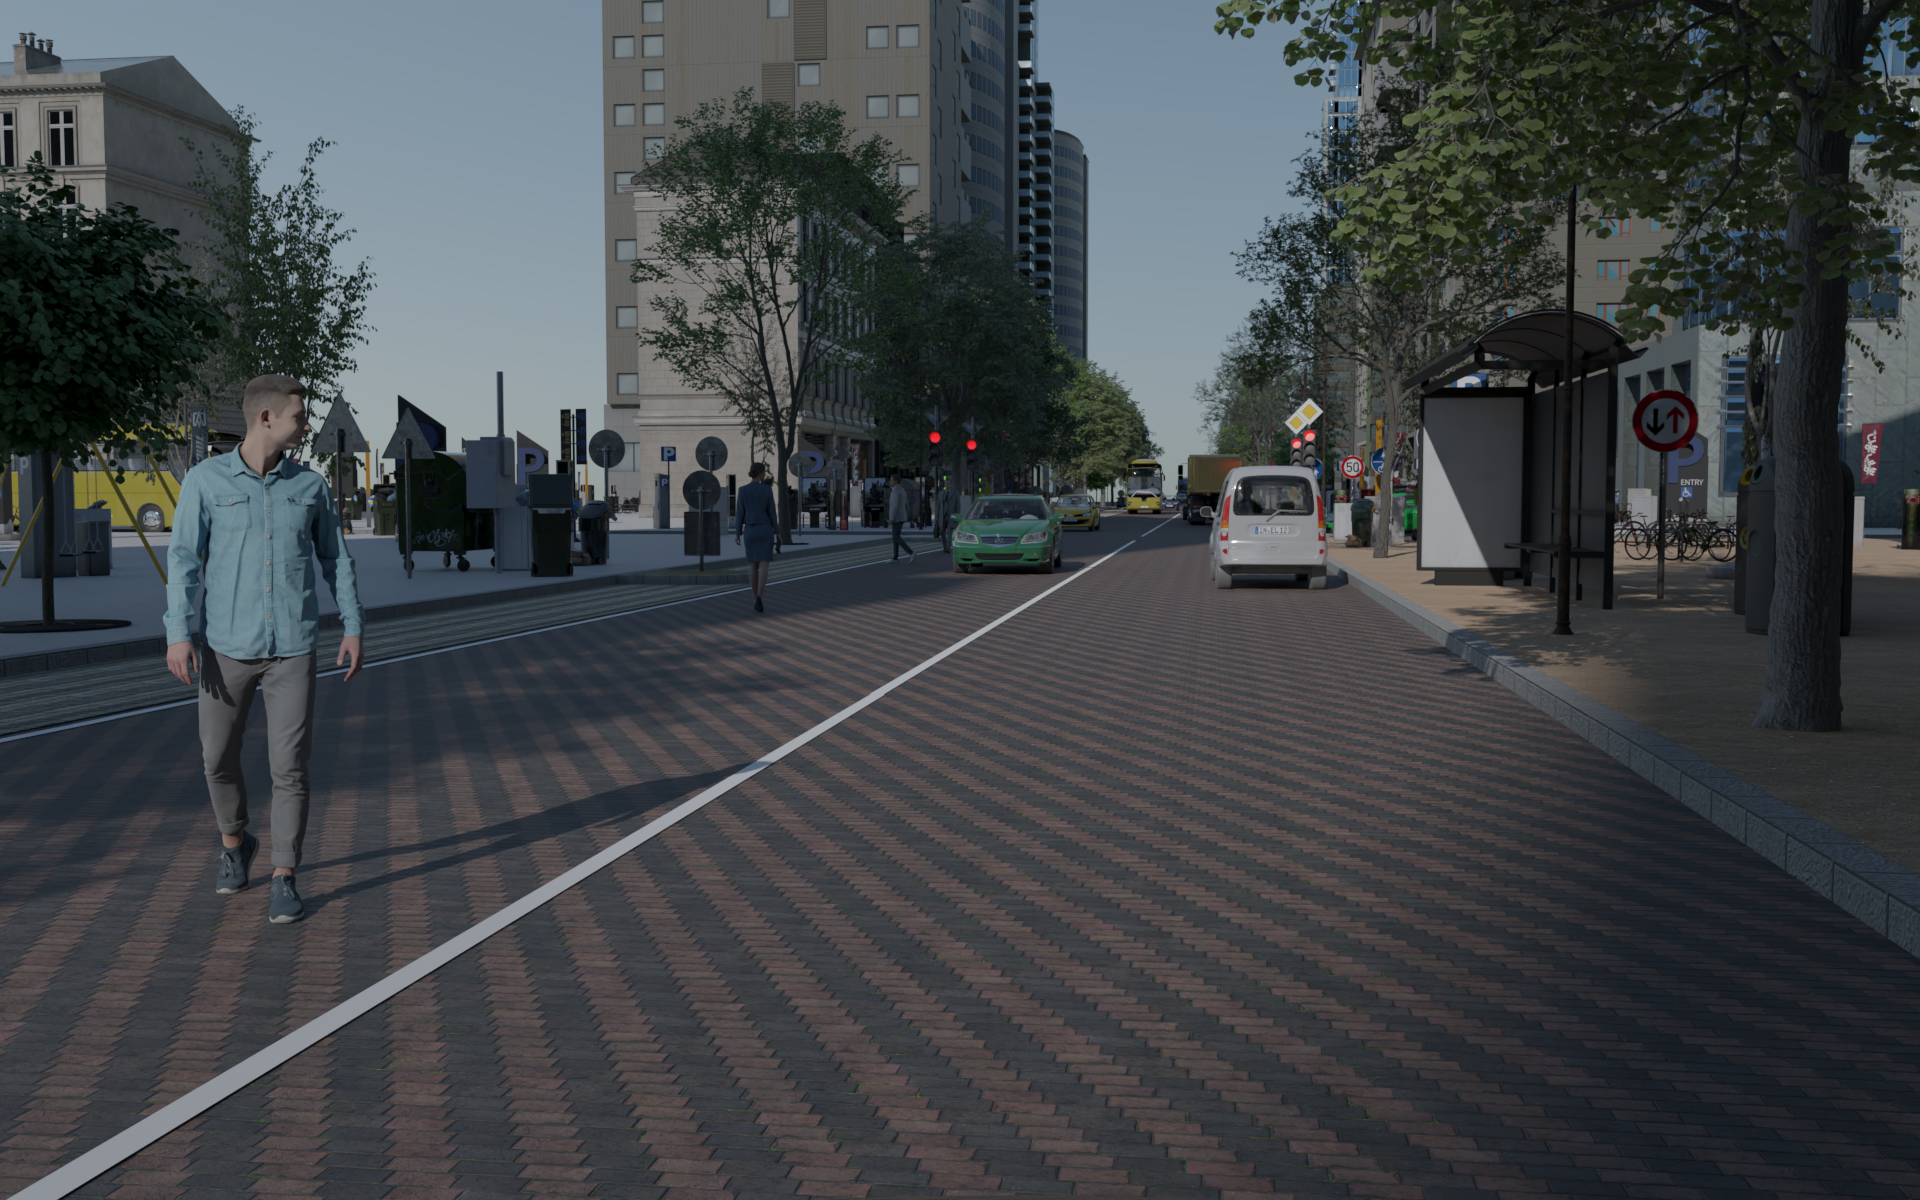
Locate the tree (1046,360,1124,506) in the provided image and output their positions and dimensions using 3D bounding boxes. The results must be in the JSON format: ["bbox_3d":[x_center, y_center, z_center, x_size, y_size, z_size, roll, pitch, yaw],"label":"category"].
[{"bbox_3d":[11.024,-13.963,146.420,7.486,12.596,7.792,0,3,0],"label":"tree"}]

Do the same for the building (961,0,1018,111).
[{"bbox_3d":[-6.085,-38.928,178.467,21.231,58.520,28.212,1,4,8],"label":"building"}]

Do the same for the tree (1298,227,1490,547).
[{"bbox_3d":[10.665,-5.595,41.835,4.360,8.622,3.978,0,3,0],"label":"tree"}]

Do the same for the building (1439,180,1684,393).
[{"bbox_3d":[47.817,-16.508,114.947,27.650,21.520,28.899,1,4,8],"label":"building"}]

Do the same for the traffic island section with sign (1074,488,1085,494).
[{"bbox_3d":[7.582,-6.162,109.370,1.989,1.847,2.006,1,4,8],"label":"traffic island section with sign"}]

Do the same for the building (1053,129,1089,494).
[{"bbox_3d":[8.896,-44.890,275.951,21.231,58.520,28.212,1,4,8],"label":"building"}]

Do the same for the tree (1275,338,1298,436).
[{"bbox_3d":[14.663,-7.368,70.830,4.360,8.622,3.978,0,3,0],"label":"tree"}]

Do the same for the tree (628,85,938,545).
[{"bbox_3d":[-4.418,-7.209,43.616,9.928,11.665,9.643,0,3,0],"label":"tree"}]

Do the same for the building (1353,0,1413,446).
[{"bbox_3d":[56.115,-36.093,179.361,28.713,52.752,27.495,1,4,8],"label":"building"}]

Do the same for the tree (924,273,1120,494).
[{"bbox_3d":[2.106,-10.534,89.239,9.611,12.733,9.660,0,3,0],"label":"tree"}]

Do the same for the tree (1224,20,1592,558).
[{"bbox_3d":[8.719,-6.106,34.240,7.601,10.594,8.767,2,4,32],"label":"tree"}]

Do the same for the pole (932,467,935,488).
[{"bbox_3d":[-1.958,-8.285,129.300,0.158,3.312,0.155,0,3,0],"label":"pole"}]

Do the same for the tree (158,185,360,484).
[{"bbox_3d":[-16.119,-5.555,41.191,4.360,8.622,3.978,0,3,0],"label":"tree"}]

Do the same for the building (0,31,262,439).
[{"bbox_3d":[-54.321,-16.287,85.379,34.723,24.649,14.460,1,4,8],"label":"building"}]

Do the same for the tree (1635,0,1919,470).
[{"bbox_3d":[10.996,-4.443,23.005,4.360,8.622,3.978,0,3,0],"label":"tree"}]

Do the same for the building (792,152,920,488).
[{"bbox_3d":[-10.204,-17.822,121.072,12.332,23.373,15.834,1,4,8],"label":"building"}]

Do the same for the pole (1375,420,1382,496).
[{"bbox_3d":[11.527,-3.295,47.715,0.158,3.312,0.155,0,3,0],"label":"pole"}]

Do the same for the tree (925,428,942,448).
[{"bbox_3d":[-0.536,-10.494,121.941,4.737,8.622,4.395,0,3,0],"label":"tree"}]

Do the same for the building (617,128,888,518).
[{"bbox_3d":[-12.675,-14.813,93.107,10.553,20.767,40.483,1,4,8],"label":"building"}]

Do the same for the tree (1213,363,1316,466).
[{"bbox_3d":[22.120,-12.218,125.518,9.928,11.665,9.643,0,3,0],"label":"tree"}]

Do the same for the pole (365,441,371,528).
[{"bbox_3d":[-22.630,-4.427,66.222,0.158,3.312,0.155,0,3,0],"label":"pole"}]

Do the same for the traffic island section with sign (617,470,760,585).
[{"bbox_3d":[-4.302,-1.190,28.082,1.989,1.847,2.006,1,4,8],"label":"traffic island section with sign"}]

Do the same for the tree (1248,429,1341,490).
[{"bbox_3d":[16.043,-5.911,80.361,4.285,4.588,4.351,0,3,0],"label":"tree"}]

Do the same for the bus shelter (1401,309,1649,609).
[{"bbox_3d":[6.845,-1.698,21.689,2.014,3.302,5.546,0,4,8],"label":"bus shelter"}]

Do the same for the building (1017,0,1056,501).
[{"bbox_3d":[3.068,-57.084,245.999,22.319,86.520,31.000,1,4,8],"label":"building"}]

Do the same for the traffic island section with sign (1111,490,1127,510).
[{"bbox_3d":[14.895,-9.223,159.425,1.989,1.847,2.006,1,4,8],"label":"traffic island section with sign"}]

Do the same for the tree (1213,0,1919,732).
[{"bbox_3d":[5.040,-5.575,9.271,7.486,12.596,7.792,0,3,0],"label":"tree"}]

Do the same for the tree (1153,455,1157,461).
[{"bbox_3d":[30.439,-20.337,282.869,4.737,8.622,4.395,0,3,0],"label":"tree"}]

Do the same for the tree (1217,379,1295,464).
[{"bbox_3d":[28.459,-15.143,164.601,9.611,12.733,9.660,0,3,0],"label":"tree"}]

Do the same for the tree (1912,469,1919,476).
[{"bbox_3d":[35.976,-4.202,63.303,1.663,3.219,1.824,0,3,0],"label":"tree"}]

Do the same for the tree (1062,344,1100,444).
[{"bbox_3d":[5.309,-11.608,115.552,9.928,11.665,9.643,0,3,0],"label":"tree"}]

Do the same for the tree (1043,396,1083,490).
[{"bbox_3d":[7.197,-10.761,126.307,4.360,8.622,3.978,0,3,0],"label":"tree"}]

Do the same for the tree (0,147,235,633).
[{"bbox_3d":[-8.714,-2.002,16.450,4.285,4.588,4.351,0,3,0],"label":"tree"}]

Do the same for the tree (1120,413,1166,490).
[{"bbox_3d":[22.682,-19.212,231.118,9.611,12.733,9.660,0,3,0],"label":"tree"}]

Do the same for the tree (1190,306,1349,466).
[{"bbox_3d":[19.921,-12.361,112.469,12.009,13.543,11.850,0,3,0],"label":"tree"}]

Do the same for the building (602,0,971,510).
[{"bbox_3d":[-13.777,-34.383,151.404,28.713,52.752,27.495,1,4,8],"label":"building"}]

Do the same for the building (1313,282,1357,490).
[{"bbox_3d":[57.975,-29.273,250.308,14.160,30.474,14.107,1,4,8],"label":"building"}]

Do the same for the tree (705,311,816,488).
[{"bbox_3d":[-7.867,-7.218,68.370,4.360,8.622,3.978,0,3,0],"label":"tree"}]

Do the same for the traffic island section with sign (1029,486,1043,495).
[{"bbox_3d":[3.631,-4.510,82.368,1.989,1.847,2.006,1,4,8],"label":"traffic island section with sign"}]

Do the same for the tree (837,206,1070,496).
[{"bbox_3d":[-0.289,-10.355,75.958,9.857,13.997,8.962,0,3,0],"label":"tree"}]

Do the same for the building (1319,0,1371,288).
[{"bbox_3d":[65.237,-58.570,270.290,22.319,86.520,31.000,1,4,8],"label":"building"}]

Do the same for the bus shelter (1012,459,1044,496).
[{"bbox_3d":[3.703,-7.719,103.829,2.179,5.291,8.768,1,4,8],"label":"bus shelter"}]

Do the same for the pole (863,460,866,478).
[{"bbox_3d":[-5.649,-6.641,102.417,0.158,3.312,0.155,0,3,0],"label":"pole"}]

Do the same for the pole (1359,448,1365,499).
[{"bbox_3d":[17.640,-5.027,76.029,0.158,3.312,0.155,0,3,0],"label":"pole"}]

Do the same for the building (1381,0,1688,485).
[{"bbox_3d":[46.138,-42.980,140.974,20.563,71.187,20.611,1,4,8],"label":"building"}]

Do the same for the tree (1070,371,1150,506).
[{"bbox_3d":[14.683,-16.644,178.782,9.857,13.997,8.962,0,3,0],"label":"tree"}]

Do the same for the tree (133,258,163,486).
[{"bbox_3d":[-22.555,-6.122,50.462,4.360,8.622,3.978,0,3,0],"label":"tree"}]

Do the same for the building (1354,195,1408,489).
[{"bbox_3d":[44.638,-23.746,159.945,14.160,30.474,14.107,1,4,8],"label":"building"}]

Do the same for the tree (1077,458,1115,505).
[{"bbox_3d":[12.227,-10.550,156.199,4.285,4.588,4.351,0,3,0],"label":"tree"}]

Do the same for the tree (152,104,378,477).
[{"bbox_3d":[-13.054,-5.058,33.058,4.737,8.622,4.395,0,3,0],"label":"tree"}]

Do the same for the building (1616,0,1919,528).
[{"bbox_3d":[45.136,-46.483,72.664,31.000,86.520,22.319,1,4,8],"label":"building"}]
